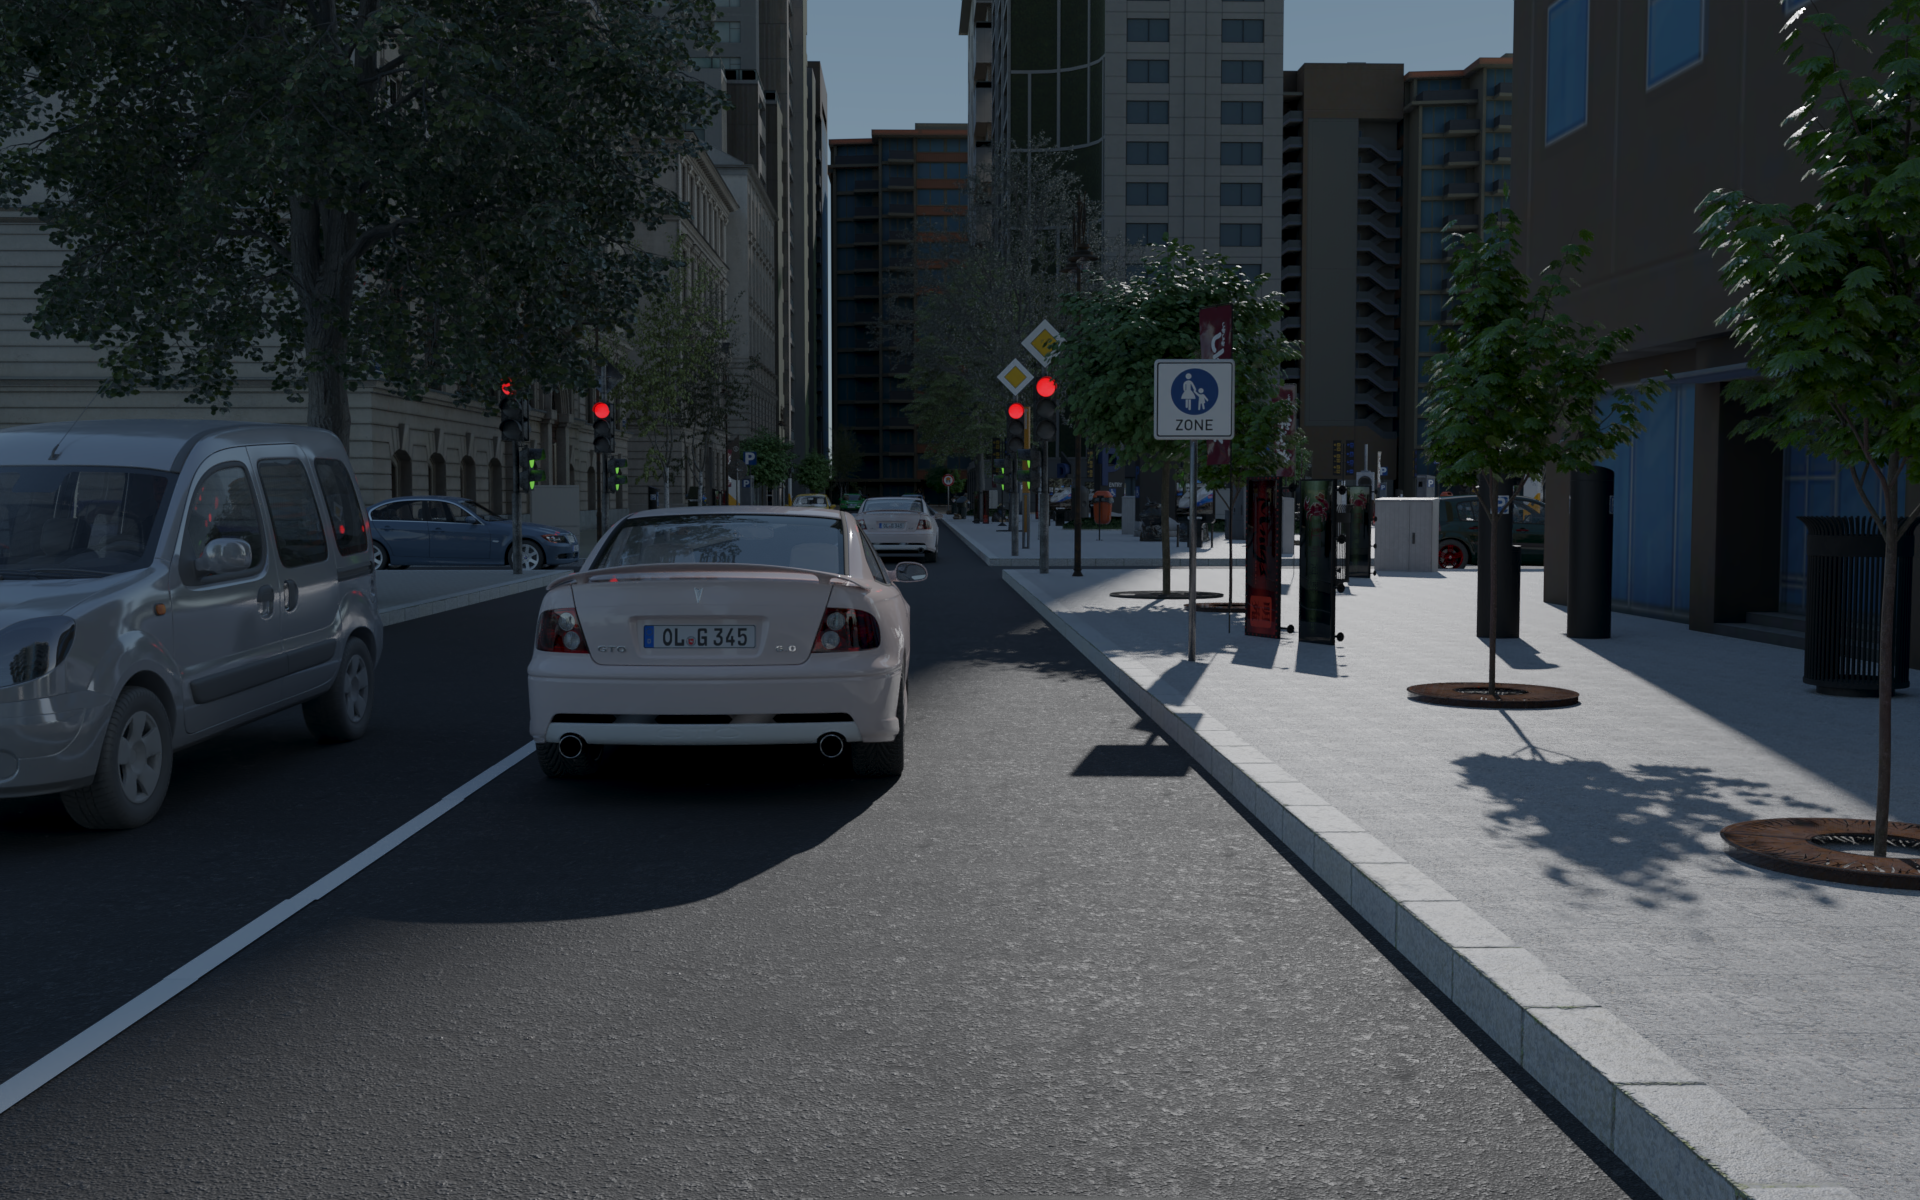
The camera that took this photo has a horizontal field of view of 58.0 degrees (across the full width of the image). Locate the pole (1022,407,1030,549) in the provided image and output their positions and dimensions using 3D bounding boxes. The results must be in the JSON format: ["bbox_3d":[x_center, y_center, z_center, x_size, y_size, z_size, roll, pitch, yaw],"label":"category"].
[{"bbox_3d":[1.551,-2.858,40.577,0.158,3.312,0.155,0,3,0],"label":"pole"}]

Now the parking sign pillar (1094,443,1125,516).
[{"bbox_3d":[6.301,-5.165,72.921,1.447,3.967,1.447,-2,4,-33],"label":"parking sign pillar"}]

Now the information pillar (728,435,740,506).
[{"bbox_3d":[-8.938,-4.720,68.522,0.504,3.616,0.183,-2,4,-30],"label":"information pillar"}]

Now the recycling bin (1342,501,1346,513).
[{"bbox_3d":[14.798,-3.272,66.044,0.722,1.027,0.722,0,4,-3],"label":"recycling bin"}]

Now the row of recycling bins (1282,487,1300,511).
[{"bbox_3d":[18.822,-5.840,102.595,3.534,1.692,1.069,0,4,-4],"label":"row of recycling bins"}]

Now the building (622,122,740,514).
[{"bbox_3d":[-16.541,-13.259,81.406,10.561,19.102,19.286,0,4,-2],"label":"building"}]

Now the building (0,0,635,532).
[{"bbox_3d":[-18.339,-14.352,53.733,14.460,24.649,34.723,0,4,-2],"label":"building"}]

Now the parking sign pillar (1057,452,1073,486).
[{"bbox_3d":[6.628,-7.392,109.337,1.447,3.967,1.447,-2,4,-28],"label":"parking sign pillar"}]

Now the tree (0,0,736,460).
[{"bbox_3d":[-7.226,-6.925,19.885,9.857,13.997,8.962,0,3,0],"label":"tree"}]

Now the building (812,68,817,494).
[{"bbox_3d":[-20.766,-29.210,161.175,14.154,41.232,14.086,0,4,-2],"label":"building"}]

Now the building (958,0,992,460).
[{"bbox_3d":[14.565,-35.586,171.067,28.713,52.752,27.495,0,4,-2],"label":"building"}]

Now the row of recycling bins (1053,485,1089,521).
[{"bbox_3d":[5.255,-4.564,81.742,1.069,1.692,3.534,-1,4,-14],"label":"row of recycling bins"}]

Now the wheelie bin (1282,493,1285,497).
[{"bbox_3d":[18.558,-5.705,101.187,0.693,1.594,0.980,-1,4,-18],"label":"wheelie bin"}]

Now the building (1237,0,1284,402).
[{"bbox_3d":[11.213,-42.053,125.817,20.563,71.187,20.611,0,4,-2],"label":"building"}]

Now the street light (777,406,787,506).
[{"bbox_3d":[-9.176,-7.130,89.369,0.468,5.910,1.993,0,4,-2],"label":"street light"}]

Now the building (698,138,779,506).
[{"bbox_3d":[-15.992,-15.349,100.111,9.793,20.994,18.267,0,4,-2],"label":"building"}]

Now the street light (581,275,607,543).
[{"bbox_3d":[-7.686,-3.913,36.758,0.468,5.910,1.993,0,4,-2],"label":"street light"}]

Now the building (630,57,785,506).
[{"bbox_3d":[-19.598,-21.197,118.278,14.160,30.474,14.107,0,4,-2],"label":"building"}]

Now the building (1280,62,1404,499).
[{"bbox_3d":[36.111,-32.262,177.600,14.200,45.320,14.600,0,4,-2],"label":"building"}]

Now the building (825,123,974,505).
[{"bbox_3d":[-2.796,-33.806,207.345,28.867,44.769,22.147,0,4,-2],"label":"building"}]

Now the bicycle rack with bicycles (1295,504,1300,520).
[{"bbox_3d":[18.274,-4.548,87.737,2.925,0.926,2.852,-2,4,-27],"label":"bicycle rack with bicycles"}]

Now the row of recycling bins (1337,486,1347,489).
[{"bbox_3d":[20.364,-5.158,91.439,1.069,1.692,3.534,-2,4,-35],"label":"row of recycling bins"}]

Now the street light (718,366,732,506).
[{"bbox_3d":[-8.433,-5.493,62.602,0.468,5.910,1.993,0,4,-2],"label":"street light"}]

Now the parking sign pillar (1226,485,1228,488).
[{"bbox_3d":[13.352,-6.249,90.642,1.447,3.967,1.447,-1,4,-12],"label":"parking sign pillar"}]

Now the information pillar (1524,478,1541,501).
[{"bbox_3d":[13.931,-3.109,42.183,0.183,3.616,0.504,-2,4,-26],"label":"information pillar"}]

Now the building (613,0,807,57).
[{"bbox_3d":[-19.003,-27.428,132.041,14.154,41.232,14.086,0,4,-2],"label":"building"}]

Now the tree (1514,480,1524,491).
[{"bbox_3d":[30.956,-6.989,97.984,4.285,4.588,4.351,0,3,0],"label":"tree"}]

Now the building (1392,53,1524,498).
[{"bbox_3d":[57.718,-31.842,175.240,28.867,44.769,22.147,0,4,-2],"label":"building"}]

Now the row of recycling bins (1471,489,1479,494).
[{"bbox_3d":[26.983,-4.936,87.820,1.069,1.692,3.534,-1,4,-9],"label":"row of recycling bins"}]

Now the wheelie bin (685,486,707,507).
[{"bbox_3d":[-10.905,-3.902,71.698,0.980,1.594,0.693,1,4,12],"label":"wheelie bin"}]

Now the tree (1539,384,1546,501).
[{"bbox_3d":[24.890,-7.538,73.613,4.360,8.622,3.978,0,3,0],"label":"tree"}]

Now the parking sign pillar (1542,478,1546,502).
[{"bbox_3d":[30.541,-6.144,88.924,1.447,3.967,1.447,-3,5,-42],"label":"parking sign pillar"}]

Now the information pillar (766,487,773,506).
[{"bbox_3d":[-9.331,-4.910,84.770,0.304,2.012,0.304,-1,4,-16],"label":"information pillar"}]

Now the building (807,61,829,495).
[{"bbox_3d":[-20.891,-32.207,176.689,14.200,45.320,14.600,0,4,-2],"label":"building"}]

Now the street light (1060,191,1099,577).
[{"bbox_3d":[1.834,-3.306,26.841,0.468,5.910,1.993,0,4,-2],"label":"street light"}]

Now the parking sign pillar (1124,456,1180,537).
[{"bbox_3d":[5.967,-3.900,52.231,1.447,3.967,1.447,-1,4,-13],"label":"parking sign pillar"}]

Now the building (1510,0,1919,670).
[{"bbox_3d":[13.648,-22.174,12.660,14.600,45.320,14.200,0,4,-2],"label":"building"}]

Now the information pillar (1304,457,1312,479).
[{"bbox_3d":[21.883,-7.184,108.816,0.504,3.616,0.183,-1,4,-12],"label":"information pillar"}]

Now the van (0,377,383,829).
[{"bbox_3d":[-4.324,-0.104,8.712,2.013,2.044,4.112,0,4,0],"label":"van"}]

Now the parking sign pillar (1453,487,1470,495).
[{"bbox_3d":[31.984,-7.460,110.439,1.447,3.967,1.447,-1,4,-15],"label":"parking sign pillar"}]

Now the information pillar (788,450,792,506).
[{"bbox_3d":[-8.959,-6.112,91.287,0.183,3.616,0.504,0,4,5],"label":"information pillar"}]
